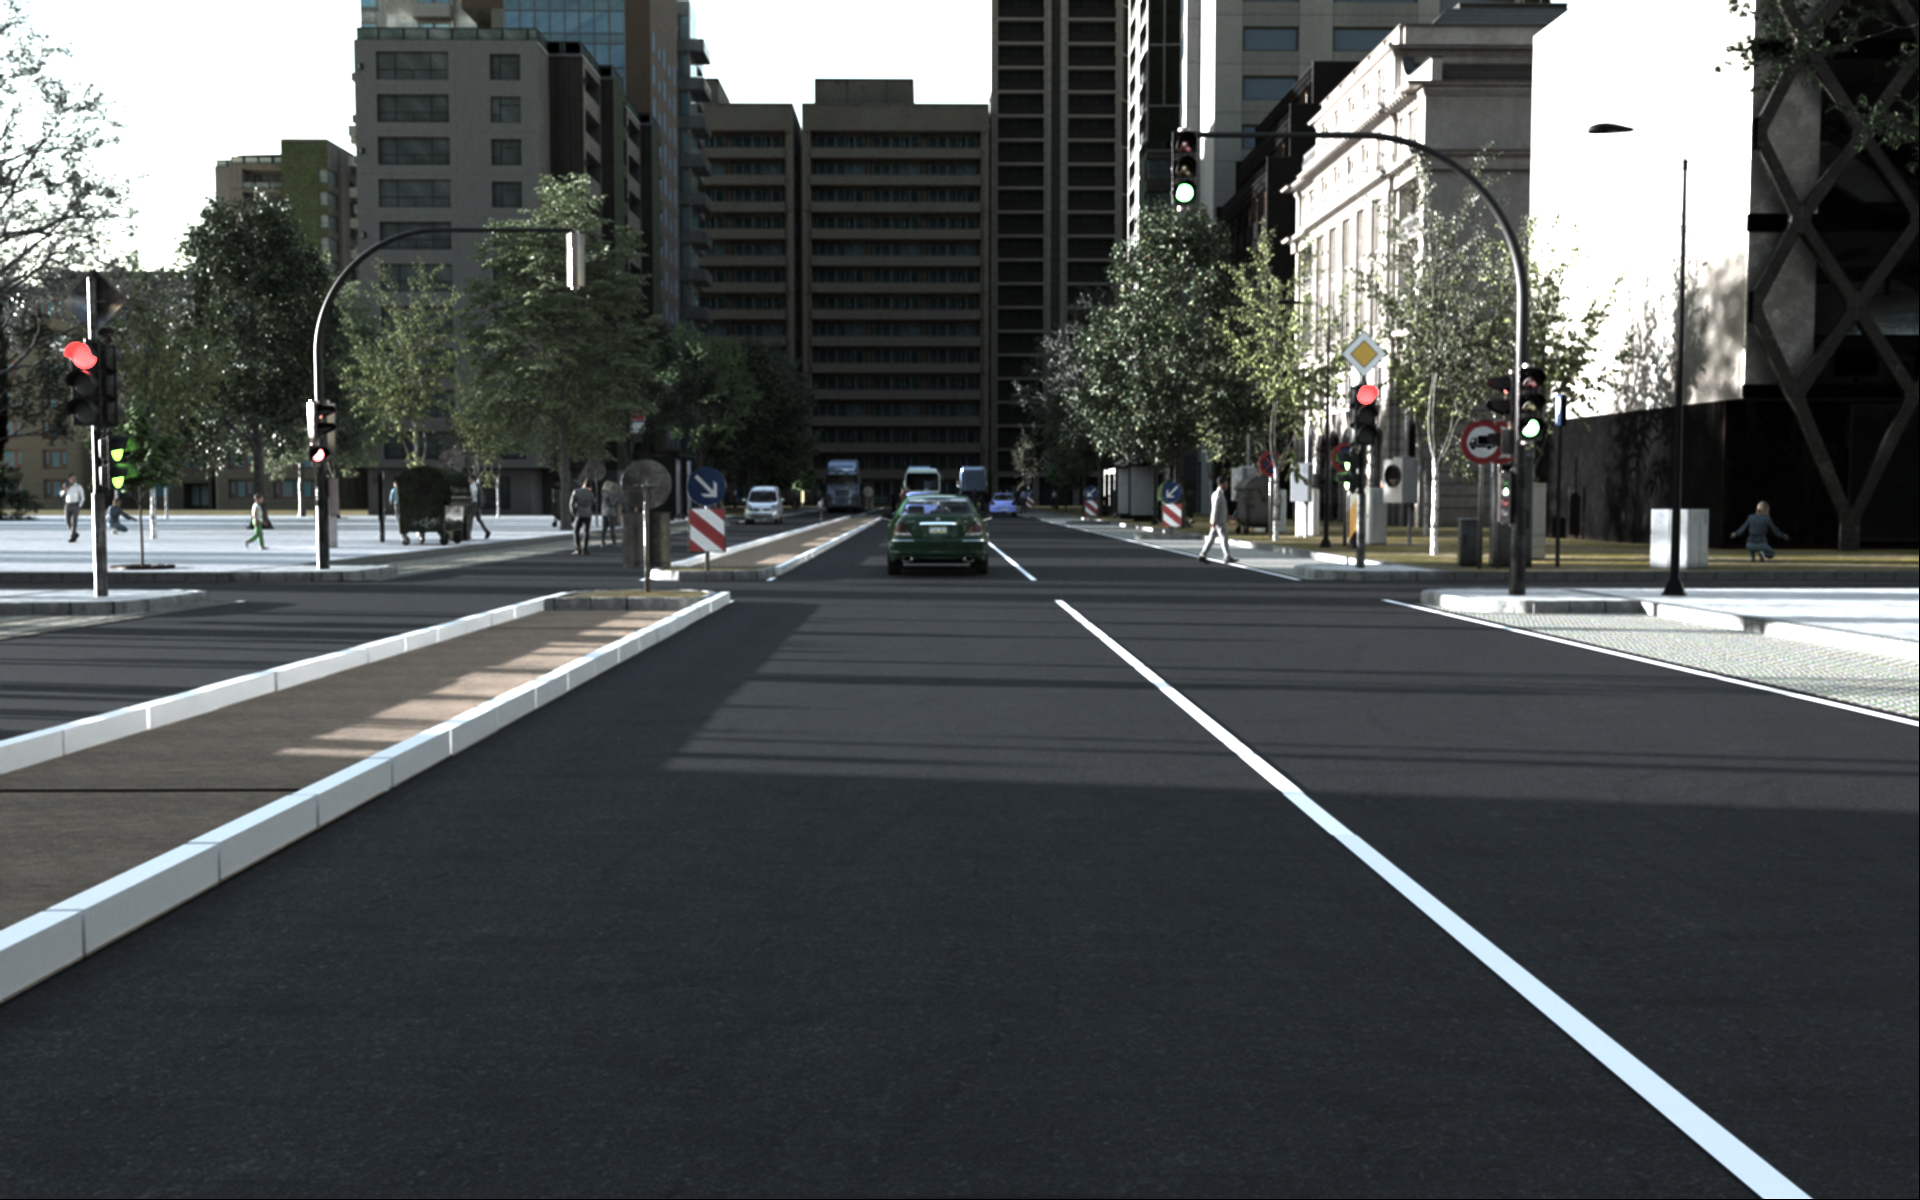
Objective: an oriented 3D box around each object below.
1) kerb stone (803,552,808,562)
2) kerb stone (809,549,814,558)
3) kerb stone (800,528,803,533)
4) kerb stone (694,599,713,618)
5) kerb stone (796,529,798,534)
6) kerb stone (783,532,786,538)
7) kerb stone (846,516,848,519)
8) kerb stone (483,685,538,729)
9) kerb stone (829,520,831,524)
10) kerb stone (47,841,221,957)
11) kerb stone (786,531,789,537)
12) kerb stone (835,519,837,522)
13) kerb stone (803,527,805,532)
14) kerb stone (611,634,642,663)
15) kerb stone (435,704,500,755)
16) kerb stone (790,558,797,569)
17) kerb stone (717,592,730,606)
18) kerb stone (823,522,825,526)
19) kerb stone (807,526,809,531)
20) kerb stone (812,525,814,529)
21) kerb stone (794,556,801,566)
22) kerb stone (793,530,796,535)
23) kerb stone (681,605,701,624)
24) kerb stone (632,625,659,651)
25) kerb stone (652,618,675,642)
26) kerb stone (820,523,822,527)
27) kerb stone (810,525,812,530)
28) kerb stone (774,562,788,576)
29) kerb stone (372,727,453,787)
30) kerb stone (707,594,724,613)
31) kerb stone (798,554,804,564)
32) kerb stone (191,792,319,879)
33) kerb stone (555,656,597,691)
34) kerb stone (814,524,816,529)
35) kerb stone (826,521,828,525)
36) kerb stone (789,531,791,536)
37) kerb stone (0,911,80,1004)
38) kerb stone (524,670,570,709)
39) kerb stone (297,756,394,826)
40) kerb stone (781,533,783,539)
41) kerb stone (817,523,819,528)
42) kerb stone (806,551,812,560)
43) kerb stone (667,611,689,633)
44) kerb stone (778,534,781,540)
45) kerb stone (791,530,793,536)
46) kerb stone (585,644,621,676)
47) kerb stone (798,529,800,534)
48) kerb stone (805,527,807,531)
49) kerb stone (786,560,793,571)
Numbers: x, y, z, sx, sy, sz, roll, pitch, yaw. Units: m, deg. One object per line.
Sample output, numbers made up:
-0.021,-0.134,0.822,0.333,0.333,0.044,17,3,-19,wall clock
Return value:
-3.317,-0.849,36.081,0.120,0.150,1.000,0,4,-1,kerb stone
-3.356,-0.975,38.130,0.120,0.150,1.000,0,4,-1,kerb stone
-5.890,-2.479,62.719,0.120,0.150,1.000,0,4,-1,kerb stone
-3.032,0.123,20.188,0.120,0.150,1.000,0,4,-1,kerb stone
-5.847,-2.353,60.671,0.120,0.150,1.000,0,4,-1,kerb stone
-5.756,-2.035,55.532,0.120,0.150,1.000,0,4,-1,kerb stone
-6.493,-4.543,96.546,0.120,0.150,1.000,0,4,-1,kerb stone
-2.867,0.686,10.982,0.120,0.150,1.000,0,4,-1,kerb stone
-6.188,-3.543,80.125,0.120,0.150,1.000,0,4,-1,kerb stone
-2.773,1.000,5.854,0.120,0.150,1.000,0,4,-1,kerb stone
-5.776,-2.102,56.566,0.120,0.150,1.000,0,4,-1,kerb stone
-6.284,-3.851,85.263,0.120,0.150,1.000,0,4,-1,kerb stone
-5.904,-2.539,63.741,0.120,0.150,1.000,0,4,-1,kerb stone
-2.939,0.435,15.078,0.120,0.150,1.000,0,4,-1,kerb stone
-2.845,0.748,9.961,0.120,0.150,1.000,0,4,-1,kerb stone
-3.253,-0.661,33.000,0.120,0.150,1.000,0,4,-1,kerb stone
-3.069,-0.002,22.244,0.120,0.150,1.000,0,4,-1,kerb stone
-6.122,-3.289,76.030,0.120,0.150,1.000,0,4,-1,kerb stone
-5.942,-2.661,65.785,0.120,0.150,1.000,0,4,-1,kerb stone
-6.000,-2.854,68.873,0.120,0.150,1.000,0,4,-1,kerb stone
-3.280,-0.723,34.022,0.120,0.150,1.000,0,4,-1,kerb stone
-5.837,-2.291,59.648,0.120,0.150,1.000,0,4,-1,kerb stone
-3.018,0.185,19.167,0.120,0.150,1.000,0,4,-1,kerb stone
-2.957,0.373,16.100,0.120,0.150,1.000,0,4,-1,kerb stone
-2.973,0.313,17.122,0.120,0.150,1.000,0,4,-1,kerb stone
-6.087,-3.167,73.984,0.120,0.150,1.000,0,4,-1,kerb stone
-5.982,-2.789,67.842,0.120,0.150,1.000,0,4,-1,kerb stone
-3.225,-0.536,30.955,0.120,0.150,1.000,0,4,-1,kerb stone
-2.832,0.811,8.939,0.120,0.150,1.000,0,4,-1,kerb stone
-3.046,0.060,21.217,0.120,0.150,1.000,0,4,-1,kerb stone
-3.299,-0.782,35.053,0.120,0.150,1.000,0,4,-1,kerb stone
-2.796,0.936,6.885,0.120,0.150,1.000,0,4,-1,kerb stone
-2.905,0.560,13.035,0.120,0.150,1.000,0,4,-1,kerb stone
-6.012,-2.917,69.895,0.120,0.150,1.000,0,4,-1,kerb stone
-6.156,-3.418,78.076,0.120,0.150,1.000,0,4,-1,kerb stone
-5.798,-2.165,57.599,0.120,0.150,1.000,0,4,-1,kerb stone
-2.754,1.062,4.832,0.120,0.150,1.000,0,4,-1,kerb stone
-2.884,0.626,12.004,0.120,0.150,1.000,0,4,-1,kerb stone
-2.814,0.876,7.917,0.120,0.150,1.000,0,4,-1,kerb stone
-5.741,-1.973,54.509,0.120,0.150,1.000,0,4,-1,kerb stone
-6.056,-3.035,71.940,0.120,0.150,1.000,0,4,-1,kerb stone
-3.324,-0.911,37.104,0.120,0.150,1.000,0,4,-1,kerb stone
-2.993,0.248,18.145,0.120,0.150,1.000,0,4,-1,kerb stone
-5.721,-1.914,53.485,0.120,0.150,1.000,0,4,-1,kerb stone
-5.824,-2.228,58.622,0.120,0.150,1.000,0,4,-1,kerb stone
-2.924,0.498,14.056,0.120,0.150,1.000,0,4,-1,kerb stone
-5.873,-2.416,61.693,0.120,0.150,1.000,0,4,-1,kerb stone
-5.920,-2.604,64.763,0.120,0.150,1.000,0,4,-1,kerb stone
-3.239,-0.597,31.978,0.120,0.150,1.000,0,4,-1,kerb stone
